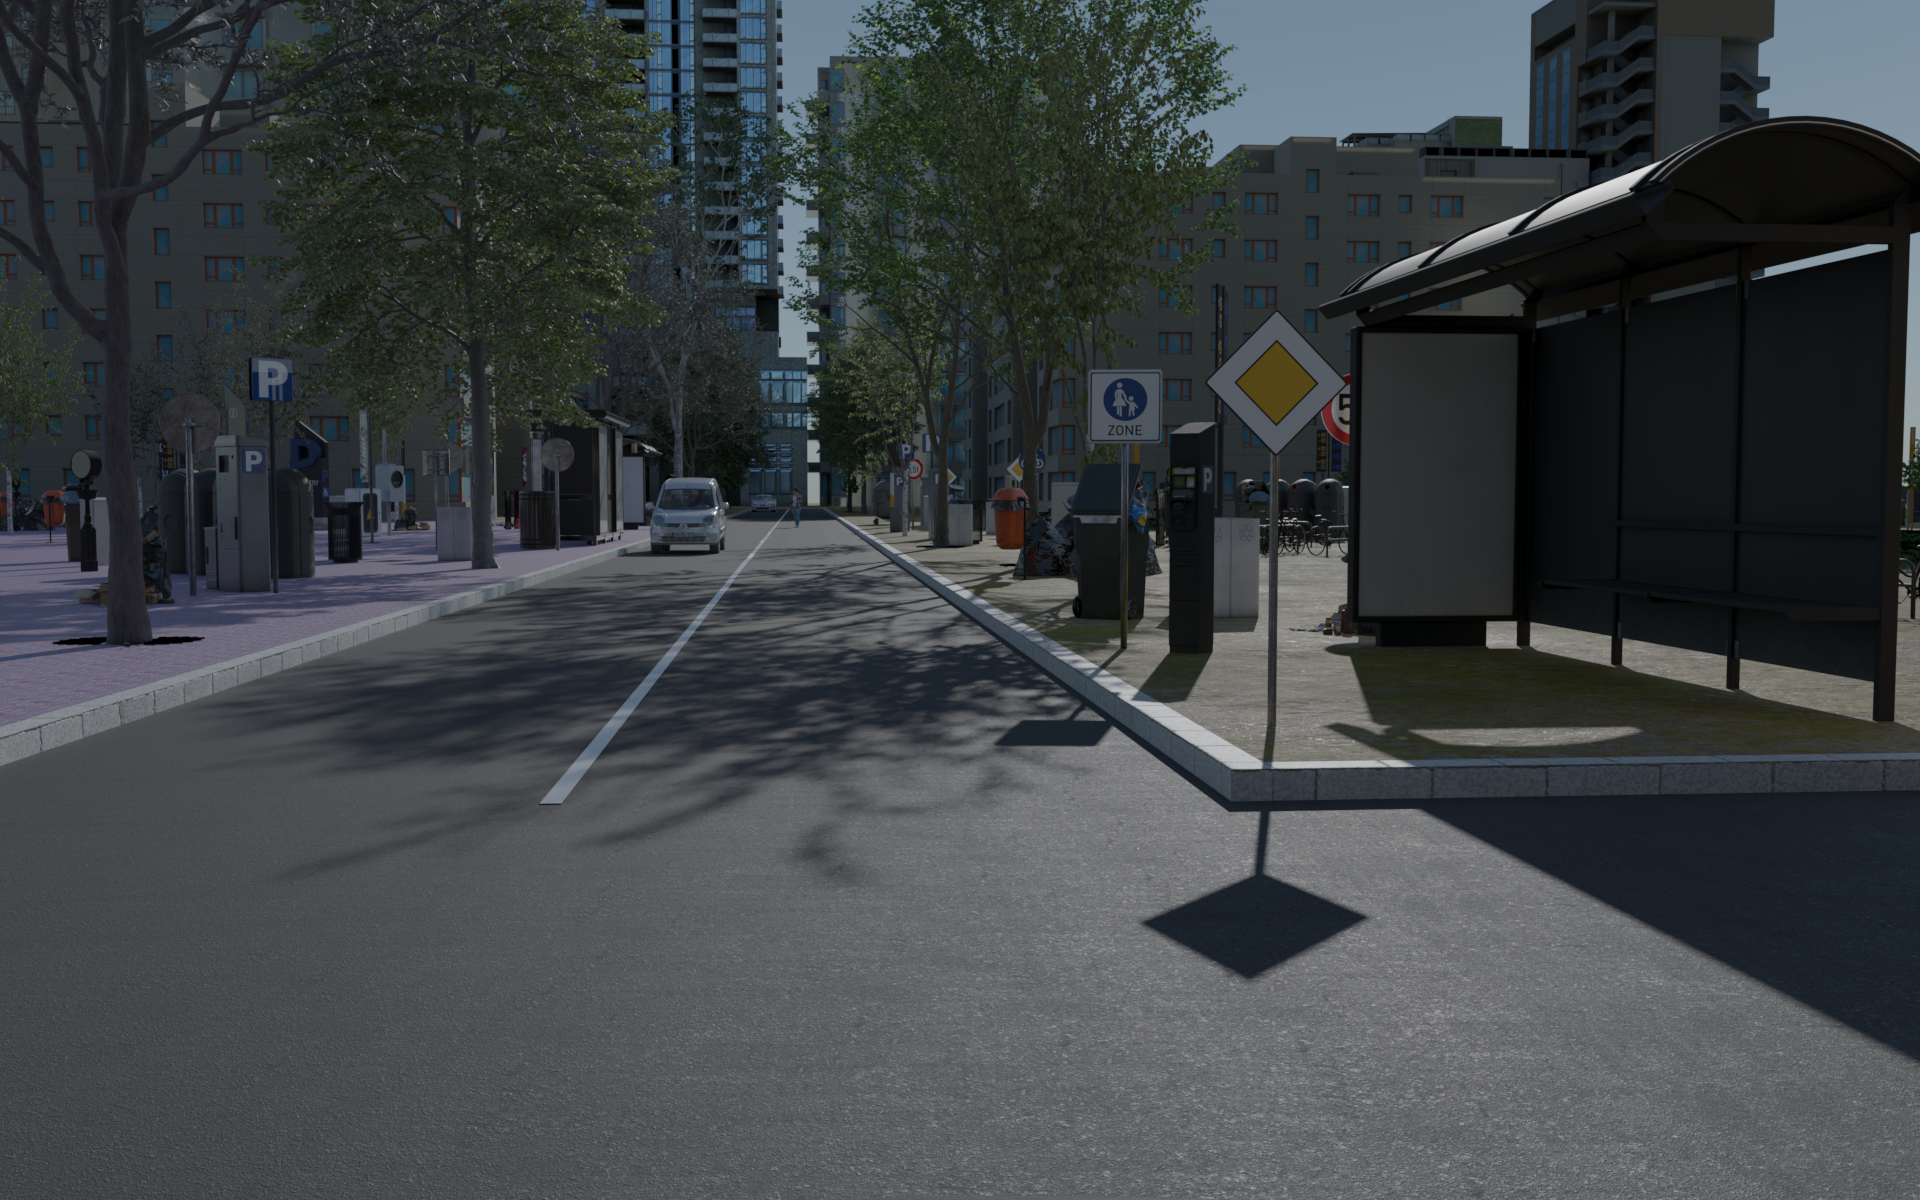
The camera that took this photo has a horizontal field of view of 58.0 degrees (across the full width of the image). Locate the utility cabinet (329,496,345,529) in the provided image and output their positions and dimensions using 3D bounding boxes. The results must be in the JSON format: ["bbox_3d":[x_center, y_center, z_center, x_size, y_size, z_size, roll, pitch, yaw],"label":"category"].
[{"bbox_3d":[-23.143,-3.267,64.571,1.020,1.237,0.306,2,4,26],"label":"utility cabinet"}]

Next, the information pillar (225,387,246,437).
[{"bbox_3d":[-15.959,-2.864,38.189,0.183,3.616,0.504,2,4,25],"label":"information pillar"}]

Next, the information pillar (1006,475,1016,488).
[{"bbox_3d":[1.992,-3.851,67.456,0.304,2.012,0.304,-3,5,-39],"label":"information pillar"}]

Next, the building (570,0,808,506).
[{"bbox_3d":[-32.182,-53.424,186.146,31.000,86.520,22.319,0,4,-5],"label":"building"}]

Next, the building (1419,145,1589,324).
[{"bbox_3d":[43.574,-22.977,147.382,14.107,30.474,14.160,0,4,-5],"label":"building"}]

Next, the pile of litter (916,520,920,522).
[{"bbox_3d":[-1.303,-4.022,79.730,1.176,0.858,1.719,-2,4,-32],"label":"pile of litter"}]

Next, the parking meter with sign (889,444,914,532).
[{"bbox_3d":[-2.007,-3.836,58.975,0.543,3.016,1.738,1,4,11],"label":"parking meter with sign"}]

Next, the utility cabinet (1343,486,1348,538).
[{"bbox_3d":[11.489,-2.515,49.793,1.173,1.500,0.318,0,4,5],"label":"utility cabinet"}]

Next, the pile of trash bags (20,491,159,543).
[{"bbox_3d":[-22.590,-2.212,45.922,3.447,1.369,1.912,0,4,-1],"label":"pile of trash bags"}]

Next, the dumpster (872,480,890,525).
[{"bbox_3d":[-3.039,-4.118,73.093,1.264,1.857,1.865,0,4,-5],"label":"dumpster"}]

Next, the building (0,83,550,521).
[{"bbox_3d":[-38.918,-15.351,96.033,27.650,21.520,28.899,0,4,-5],"label":"building"}]

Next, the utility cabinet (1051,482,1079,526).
[{"bbox_3d":[2.213,-1.444,32.287,0.318,1.500,1.173,-3,4,-39],"label":"utility cabinet"}]

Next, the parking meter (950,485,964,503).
[{"bbox_3d":[-0.086,-2.417,47.921,0.372,1.533,0.369,0,3,0],"label":"parking meter"}]

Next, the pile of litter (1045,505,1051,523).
[{"bbox_3d":[4.095,-3.531,71.702,1.176,0.858,1.719,2,4,34],"label":"pile of litter"}]

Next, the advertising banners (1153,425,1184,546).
[{"bbox_3d":[5.356,-2.893,43.489,0.090,3.025,2.074,2,4,33],"label":"advertising banners"}]

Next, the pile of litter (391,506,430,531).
[{"bbox_3d":[-19.161,-2.869,60.869,1.719,0.858,1.176,-2,4,-30],"label":"pile of litter"}]

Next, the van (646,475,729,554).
[{"bbox_3d":[-6.716,-2.196,42.919,2.013,2.044,4.112,0,4,-5],"label":"van"}]

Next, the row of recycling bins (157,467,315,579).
[{"bbox_3d":[-11.477,-1.238,27.350,3.534,1.692,1.069,2,4,35],"label":"row of recycling bins"}]

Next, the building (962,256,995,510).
[{"bbox_3d":[15.298,-17.859,137.031,27.650,21.520,28.899,0,4,-5],"label":"building"}]

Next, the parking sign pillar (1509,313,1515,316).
[{"bbox_3d":[7.760,-2.318,26.365,1.447,3.967,1.447,2,4,29],"label":"parking sign pillar"}]

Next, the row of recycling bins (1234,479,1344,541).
[{"bbox_3d":[9.272,-2.553,48.850,3.534,1.692,1.069,3,5,44],"label":"row of recycling bins"}]

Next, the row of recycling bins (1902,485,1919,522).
[{"bbox_3d":[43.997,-4.432,79.574,1.069,1.692,3.534,0,4,-4],"label":"row of recycling bins"}]

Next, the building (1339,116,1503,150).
[{"bbox_3d":[49.797,-30.995,190.370,14.086,41.232,14.154,0,4,-5],"label":"building"}]

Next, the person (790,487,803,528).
[{"bbox_3d":[-6.963,-3.948,73.893,0.563,1.720,0.643,2,4,29],"label":"person"}]

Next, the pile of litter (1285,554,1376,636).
[{"bbox_3d":[3.904,-0.123,15.972,1.176,0.858,1.719,-3,4,-38],"label":"pile of litter"}]

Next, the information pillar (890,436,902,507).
[{"bbox_3d":[-2.470,-4.660,67.549,0.504,3.616,0.183,-1,4,-17],"label":"information pillar"}]

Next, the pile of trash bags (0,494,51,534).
[{"bbox_3d":[-32.837,-3.097,60.392,1.912,1.369,3.447,-1,4,-16],"label":"pile of trash bags"}]

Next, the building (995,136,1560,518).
[{"bbox_3d":[17.747,-16.101,108.289,27.650,21.520,28.899,0,4,-5],"label":"building"}]

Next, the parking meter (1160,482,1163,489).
[{"bbox_3d":[9.456,-4.574,80.496,0.255,1.863,0.399,2,4,31],"label":"parking meter"}]

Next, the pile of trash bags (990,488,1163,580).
[{"bbox_3d":[1.631,-1.060,27.082,1.912,1.369,3.447,3,4,37],"label":"pile of trash bags"}]

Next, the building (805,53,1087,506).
[{"bbox_3d":[-1.633,-34.926,190.640,30.456,49.044,23.786,0,4,-5],"label":"building"}]

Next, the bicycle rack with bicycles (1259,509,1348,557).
[{"bbox_3d":[7.259,-1.425,36.681,2.852,0.926,2.925,3,5,44],"label":"bicycle rack with bicycles"}]

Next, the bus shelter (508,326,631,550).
[{"bbox_3d":[-9.926,-4.070,44.169,2.179,5.291,8.768,0,4,-5],"label":"bus shelter"}]

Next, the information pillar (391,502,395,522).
[{"bbox_3d":[-26.435,-4.646,80.447,0.304,2.012,0.304,-3,5,-41],"label":"information pillar"}]

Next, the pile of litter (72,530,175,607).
[{"bbox_3d":[-9.822,-0.392,20.379,1.176,0.858,1.719,-1,4,-10],"label":"pile of litter"}]

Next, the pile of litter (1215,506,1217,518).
[{"bbox_3d":[9.712,-3.320,68.253,1.719,0.858,1.176,-3,4,-38],"label":"pile of litter"}]

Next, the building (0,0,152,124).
[{"bbox_3d":[-84.730,-36.462,185.393,27.495,52.752,28.713,0,4,-5],"label":"building"}]

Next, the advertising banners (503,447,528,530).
[{"bbox_3d":[-16.265,-4.117,63.499,0.090,3.025,2.074,1,4,11],"label":"advertising banners"}]

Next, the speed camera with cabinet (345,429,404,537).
[{"bbox_3d":[-17.640,-3.540,52.218,0.660,3.252,2.038,1,4,21],"label":"speed camera with cabinet"}]

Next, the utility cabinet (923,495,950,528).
[{"bbox_3d":[-0.882,-3.260,64.459,1.020,1.237,0.306,3,4,36],"label":"utility cabinet"}]

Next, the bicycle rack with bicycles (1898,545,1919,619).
[{"bbox_3d":[8.708,-0.310,18.449,2.852,0.926,2.925,-1,4,-20],"label":"bicycle rack with bicycles"}]

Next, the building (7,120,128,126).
[{"bbox_3d":[-68.312,-22.385,137.699,14.107,30.474,14.160,0,4,-5],"label":"building"}]

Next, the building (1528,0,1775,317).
[{"bbox_3d":[57.807,-30.391,146.995,14.200,45.320,14.600,0,4,-5],"label":"building"}]

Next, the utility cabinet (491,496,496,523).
[{"bbox_3d":[-21.092,-4.073,77.749,0.306,1.237,1.020,0,4,-3],"label":"utility cabinet"}]

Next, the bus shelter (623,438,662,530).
[{"bbox_3d":[-12.403,-4.349,65.036,2.014,3.302,5.546,0,4,-5],"label":"bus shelter"}]

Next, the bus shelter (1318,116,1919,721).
[{"bbox_3d":[4.284,-1.109,12.056,2.014,3.302,5.546,0,4,-5],"label":"bus shelter"}]

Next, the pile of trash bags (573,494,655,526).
[{"bbox_3d":[-13.950,-3.655,69.517,3.447,1.369,1.912,-3,4,-36],"label":"pile of trash bags"}]

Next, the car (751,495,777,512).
[{"bbox_3d":[-15.854,-7.813,140.101,2.083,1.381,4.827,0,4,-3],"label":"car"}]

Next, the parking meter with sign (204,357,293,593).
[{"bbox_3d":[-9.455,-1.626,22.853,1.738,3.016,0.543,3,5,42],"label":"parking meter with sign"}]

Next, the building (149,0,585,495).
[{"bbox_3d":[-45.165,-31.446,133.753,30.456,49.044,23.786,0,4,-5],"label":"building"}]

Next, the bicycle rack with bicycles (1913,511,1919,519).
[{"bbox_3d":[38.109,-3.283,67.057,2.852,0.926,2.925,0,4,0],"label":"bicycle rack with bicycles"}]

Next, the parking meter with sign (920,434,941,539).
[{"bbox_3d":[-0.670,-3.238,49.206,0.543,3.016,1.738,-1,4,-10],"label":"parking meter with sign"}]

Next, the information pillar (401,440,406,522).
[{"bbox_3d":[-24.211,-5.137,75.338,0.183,3.616,0.504,-2,4,-26],"label":"information pillar"}]

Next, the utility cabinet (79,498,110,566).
[{"bbox_3d":[-15.392,-1.228,31.234,0.306,1.237,1.020,1,4,10],"label":"utility cabinet"}]

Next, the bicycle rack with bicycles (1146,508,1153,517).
[{"bbox_3d":[7.417,-4.241,82.730,2.852,0.926,2.925,-3,4,-37],"label":"bicycle rack with bicycles"}]

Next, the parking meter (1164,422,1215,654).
[{"bbox_3d":[1.876,-0.508,14.015,0.255,1.863,0.399,2,4,32],"label":"parking meter"}]
